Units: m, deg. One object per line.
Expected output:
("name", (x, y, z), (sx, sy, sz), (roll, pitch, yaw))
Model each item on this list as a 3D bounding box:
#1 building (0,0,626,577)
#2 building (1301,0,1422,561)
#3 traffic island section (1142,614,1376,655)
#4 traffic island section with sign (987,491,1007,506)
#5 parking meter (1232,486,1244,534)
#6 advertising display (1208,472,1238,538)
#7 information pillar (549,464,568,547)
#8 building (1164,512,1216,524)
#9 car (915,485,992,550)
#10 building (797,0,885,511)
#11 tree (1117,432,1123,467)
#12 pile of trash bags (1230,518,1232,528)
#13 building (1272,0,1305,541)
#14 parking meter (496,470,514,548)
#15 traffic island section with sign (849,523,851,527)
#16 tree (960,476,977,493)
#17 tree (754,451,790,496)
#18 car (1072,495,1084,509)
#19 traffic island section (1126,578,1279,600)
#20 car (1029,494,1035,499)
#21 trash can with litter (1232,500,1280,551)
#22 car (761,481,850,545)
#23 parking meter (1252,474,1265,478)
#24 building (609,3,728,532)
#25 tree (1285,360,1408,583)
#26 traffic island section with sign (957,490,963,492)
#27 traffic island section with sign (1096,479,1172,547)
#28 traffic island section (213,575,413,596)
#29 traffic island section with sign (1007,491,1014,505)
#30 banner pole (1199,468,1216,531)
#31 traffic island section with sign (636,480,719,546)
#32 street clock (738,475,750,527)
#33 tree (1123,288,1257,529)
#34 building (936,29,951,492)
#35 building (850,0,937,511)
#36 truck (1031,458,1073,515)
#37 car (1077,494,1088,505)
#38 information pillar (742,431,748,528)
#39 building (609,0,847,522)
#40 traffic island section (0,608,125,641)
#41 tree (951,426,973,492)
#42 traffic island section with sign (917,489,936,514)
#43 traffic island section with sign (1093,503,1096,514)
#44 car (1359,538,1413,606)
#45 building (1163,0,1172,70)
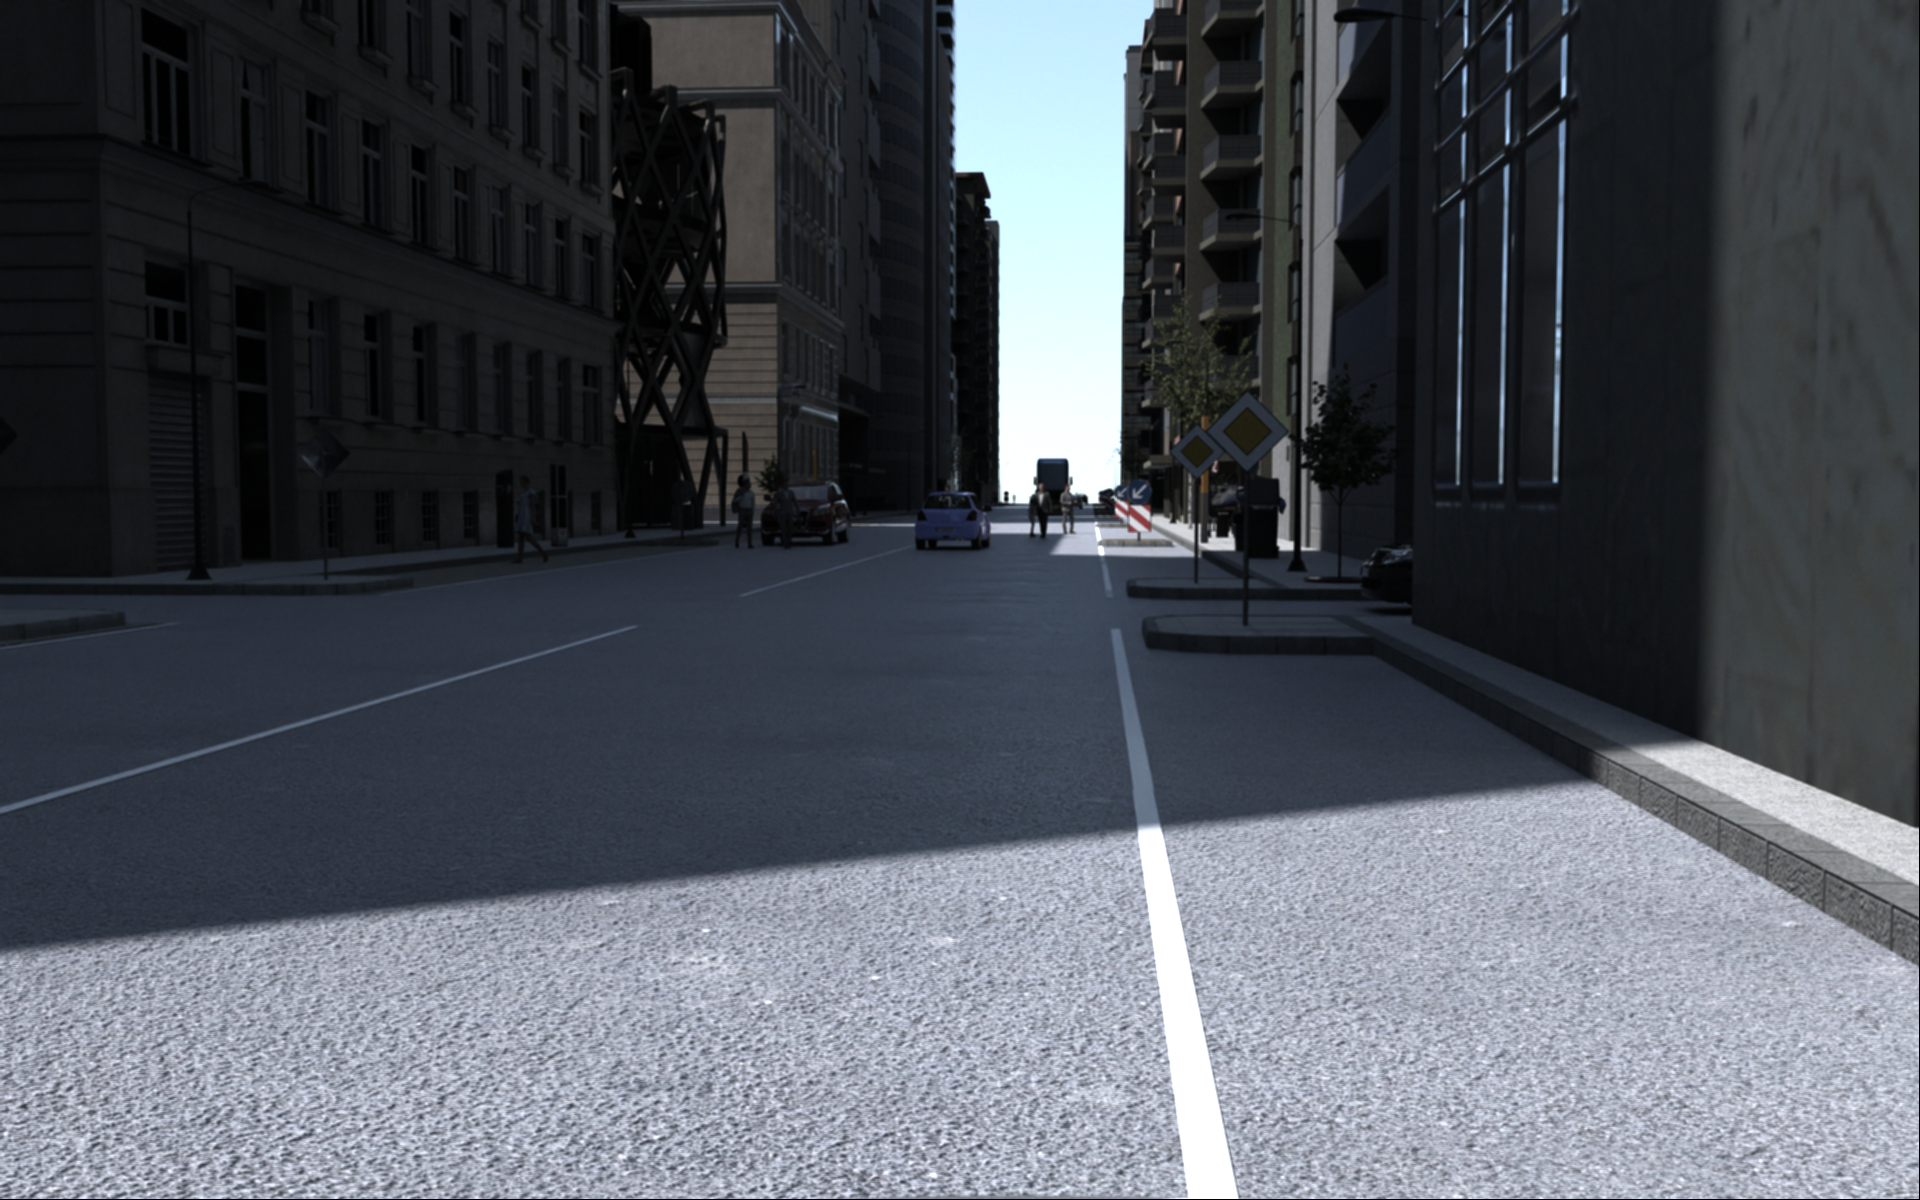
("building", (-19.204, -12.683, 40.646), (16.112, 22.955, 30.059), (0, 4, 4))
("building", (21.788, -29.941, 31.539), (28.212, 58.520, 21.231), (0, 4, 4))
("traffic island section", (2.809, 0.327, 16.934), (2.009, 0.180, 2.903), (0, 4, 4))
("traffic island section with sign", (4.299, -12.185, 207.844), (1.989, 1.847, 2.006), (0, 4, 4))
("parking meter", (8.870, -2.868, 55.298), (0.372, 1.533, 0.369), (0, 3, 0))
("advertising display", (7.746, -2.806, 51.091), (0.974, 1.923, 0.123), (-2, 4, -24))
("information pillar", (-9.772, -2.306, 42.191), (0.304, 2.012, 0.304), (3, 5, 43))
("building", (19.925, -26.095, 81.270), (22.147, 44.769, 28.867), (0, 4, 4))
("car", (-0.156, -2.220, 45.896), (1.945, 1.707, 3.694), (0, 4, 6))
("building", (-19.947, -32.191, 115.560), (28.713, 52.752, 27.495), (0, 4, 4))
("tree", (18.408, -14.243, 183.230), (4.737, 8.622, 4.395), (0, 3, 0))
("pile of trash bags", (11.182, -3.448, 66.127), (1.912, 1.369, 3.447), (-1, 4, -12))
("building", (16.472, -17.171, 52.450), (14.160, 30.474, 14.107), (0, 4, 4))
("parking meter", (-10.885, -2.184, 41.414), (0.255, 1.863, 0.399), (1, 4, 20))
("traffic island section with sign", (-5.764, -4.064, 75.068), (1.989, 1.847, 2.006), (0, 4, 4))
("tree", (0.986, -12.009, 190.953), (1.663, 3.219, 1.824), (0, 3, 0))
("tree", (-8.491, -5.095, 77.912), (1.663, 3.219, 1.824), (0, 3, 0))
("car", (11.008, -9.556, 168.609), (2.083, 1.381, 4.827), (0, 4, 5))
("traffic island section", (3.413, -0.160, 24.896), (2.009, 0.180, 2.903), (0, 4, 4))
("car", (9.636, -12.631, 215.561), (2.155, 1.783, 4.494), (0, 4, 4))
("trash can with litter", (6.632, -1.675, 38.768), (1.055, 1.170, 0.624), (2, 4, 27))
("car", (-4.421, -2.530, 50.036), (2.281, 1.827, 5.304), (0, 4, 3))
("parking meter", (8.750, -2.754, 50.732), (0.399, 1.863, 0.255), (0, 4, -6))
("building", (-17.519, -12.083, 65.007), (16.820, 18.784, 16.811), (0, 4, 4))
("tree", (5.544, -1.869, 25.152), (1.663, 3.219, 1.824), (0, 3, 0))
("traffic island section with sign", (0.048, -8.762, 151.878), (1.989, 1.847, 2.006), (0, 4, 4))
("traffic island section with sign", (4.817, -2.393, 47.746), (1.989, 1.847, 2.006), (0, 4, 4))
("traffic island section", (-9.491, -0.220, 25.876), (2.009, 0.180, 2.903), (0, 4, 4))
("traffic island section with sign", (6.350, -13.836, 234.840), (1.989, 1.847, 2.006), (0, 4, 4))
("banner pole", (8.610, -4.289, 60.143), (0.863, 3.779, 0.401), (0, 4, -5))
("traffic island section with sign", (-7.798, -2.420, 48.189), (1.989, 1.847, 2.006), (0, 4, 4))
("street clock", (-8.204, -3.740, 65.726), (0.471, 2.002, 0.358), (3, 5, 43))
("tree", (8.645, -6.886, 62.956), (4.737, 8.622, 4.395), (0, 3, 0))
("building", (-8.335, -31.525, 165.542), (14.600, 45.320, 14.200), (0, 4, 4))
("building", (-13.662, -36.810, 143.842), (21.231, 58.520, 28.212), (0, 4, 4))
("truck", (6.575, -8.240, 124.475), (2.967, 4.110, 18.799), (0, 4, 4))
("car", (16.719, -14.066, 239.021), (2.155, 1.783, 4.494), (0, 4, 2))
("information pillar", (-8.056, -4.506, 65.022), (0.183, 3.616, 0.504), (1, 4, 8))
("building", (-13.776, -18.537, 88.989), (13.634, 28.700, 20.117), (0, 4, 4))
("traffic island section", (-10.095, 0.267, 17.913), (2.009, 0.180, 2.903), (0, 4, 4))
("tree", (-0.443, -13.915, 177.865), (4.360, 8.622, 3.978), (0, 3, 0))
("traffic island section with sign", (-2.029, -7.080, 124.382), (1.989, 1.847, 2.006), (0, 4, 4))
("traffic island section with sign", (6.857, -4.037, 74.634), (1.989, 1.847, 2.006), (0, 4, 4))
("car", (7.005, -0.683, 20.959), (4.222, 1.686, 2.009), (0, 4, 4))
("building", (20.183, -28.178, 110.823), (14.600, 45.320, 14.200), (0, 4, 4))
